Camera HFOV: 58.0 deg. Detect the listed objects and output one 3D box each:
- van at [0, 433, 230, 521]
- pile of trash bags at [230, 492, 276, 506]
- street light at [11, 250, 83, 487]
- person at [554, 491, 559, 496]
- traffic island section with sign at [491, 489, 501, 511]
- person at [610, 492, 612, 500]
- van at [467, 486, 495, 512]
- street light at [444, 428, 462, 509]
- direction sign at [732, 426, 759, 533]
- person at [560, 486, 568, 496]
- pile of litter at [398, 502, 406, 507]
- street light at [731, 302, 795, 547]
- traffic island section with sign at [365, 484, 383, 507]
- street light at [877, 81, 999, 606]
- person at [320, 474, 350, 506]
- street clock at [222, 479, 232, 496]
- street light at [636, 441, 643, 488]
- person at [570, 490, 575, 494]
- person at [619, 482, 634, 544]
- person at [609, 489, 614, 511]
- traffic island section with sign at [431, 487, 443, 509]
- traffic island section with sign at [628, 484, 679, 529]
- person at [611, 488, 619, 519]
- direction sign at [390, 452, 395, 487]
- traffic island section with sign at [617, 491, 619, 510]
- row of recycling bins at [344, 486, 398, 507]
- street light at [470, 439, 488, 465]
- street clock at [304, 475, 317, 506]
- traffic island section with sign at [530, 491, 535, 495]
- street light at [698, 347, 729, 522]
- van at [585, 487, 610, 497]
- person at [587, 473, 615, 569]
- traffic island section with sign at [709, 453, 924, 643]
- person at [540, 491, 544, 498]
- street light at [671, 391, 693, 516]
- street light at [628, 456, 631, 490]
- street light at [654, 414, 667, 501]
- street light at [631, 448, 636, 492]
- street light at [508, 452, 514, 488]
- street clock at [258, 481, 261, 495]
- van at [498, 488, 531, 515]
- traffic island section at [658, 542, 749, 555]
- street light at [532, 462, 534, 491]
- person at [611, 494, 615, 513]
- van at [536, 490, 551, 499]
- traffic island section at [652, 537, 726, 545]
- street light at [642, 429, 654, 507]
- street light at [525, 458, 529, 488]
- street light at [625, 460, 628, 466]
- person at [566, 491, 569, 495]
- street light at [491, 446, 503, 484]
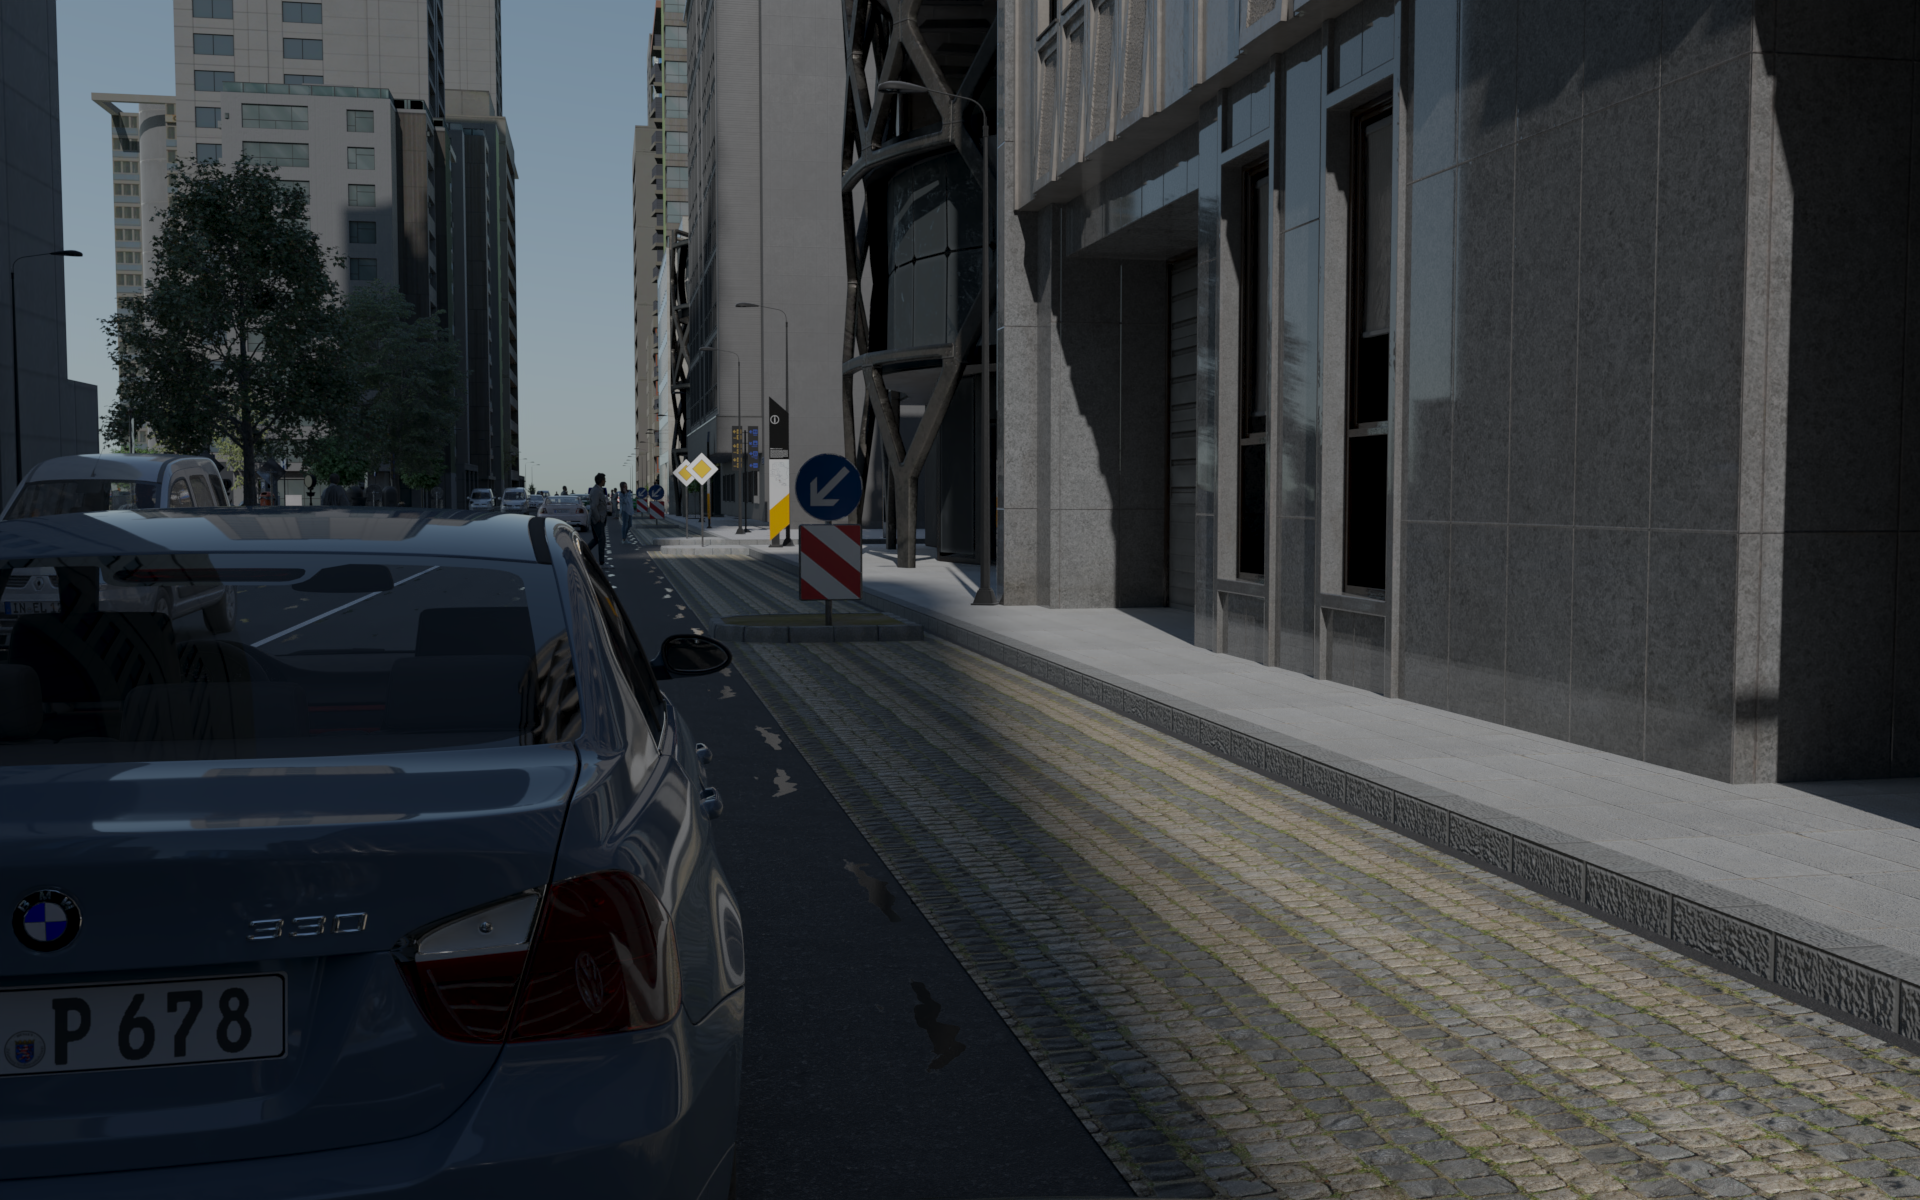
[{"bbox_3d":[-8.190,-0.590,16.654,2.013,2.044,4.112,-1,4,-10],"label":"van"},{"bbox_3d":[-28.934,-3.667,69.710,3.447,1.369,1.912,1,4,23],"label":"pile of trash bags"},{"bbox_3d":[-17.386,-3.698,33.006,1.470,5.913,1.316,-1,4,-12],"label":"street light"},{"bbox_3d":[-48.272,-12.123,207.258,0.990,1.755,0.434,1,4,21],"label":"person"},{"bbox_3d":[-38.784,-8.278,143.981,1.989,1.847,2.006,-1,4,-12],"label":"traffic island section with sign"},{"bbox_3d":[-35.681,-10.303,177.629,0.621,1.740,0.551,1,4,13],"label":"person"},{"bbox_3d":[-34.997,-7.321,126.712,2.013,2.044,4.112,-1,4,-12],"label":"van"},{"bbox_3d":[-35.860,-9.165,122.391,1.470,5.913,1.316,-1,4,-12],"label":"street light"},{"bbox_3d":[-7.132,-4.011,57.572,0.876,3.537,0.379,-1,4,-15],"label":"direction sign"},{"bbox_3d":[-17.643,-4.214,77.505,0.767,1.812,0.694,-2,4,-24],"label":"person"},{"bbox_3d":[-31.559,-5.101,97.364,1.719,0.858,1.176,2,4,30],"label":"pile of litter"},{"bbox_3d":[-4.751,-4.261,42.205,1.470,5.913,1.316,-1,4,-12],"label":"street light"},{"bbox_3d":[-23.339,-3.695,69.046,1.989,1.847,2.006,-1,4,-12],"label":"traffic island section with sign"},{"bbox_3d":[-0.240,-2.888,19.768,1.470,5.913,1.316,-1,4,-12],"label":"street light"},{"bbox_3d":[-12.140,-1.535,33.694,0.679,1.850,0.850,1,4,17],"label":"person"},{"bbox_3d":[-35.066,-4.786,82.821,0.471,2.002,0.358,1,4,16],"label":"street clock"},{"bbox_3d":[-27.534,-11.026,152.810,1.470,5.913,1.316,-1,4,-12],"label":"street light"},{"bbox_3d":[-34.653,-8.959,154.997,1.348,1.821,0.705,0,4,0],"label":"person"},{"bbox_3d":[-9.652,-2.521,49.978,0.793,1.790,0.793,-1,4,-16],"label":"person"},{"bbox_3d":[-28.721,-8.226,142.981,0.705,1.826,1.348,-2,4,-28],"label":"person"},{"bbox_3d":[-28.792,-5.315,95.534,1.989,1.847,2.006,-1,4,-12],"label":"traffic island section with sign"},{"bbox_3d":[-12.779,-3.889,72.215,1.989,1.847,2.006,-1,4,-12],"label":"traffic island section with sign"},{"bbox_3d":[-19.987,-5.598,100.209,0.466,1.800,0.511,-3,5,-40],"label":"person"},{"bbox_3d":[-30.463,-6.180,93.041,0.379,3.537,0.876,0,4,-7],"label":"direction sign"},{"bbox_3d":[-28.344,-8.504,147.666,1.989,1.847,2.006,-1,4,-12],"label":"traffic island section with sign"},{"bbox_3d":[-30.616,-5.007,88.977,3.534,1.692,1.069,0,4,3],"label":"row of recycling bins"},{"bbox_3d":[-40.563,-10.577,145.468,1.470,5.913,1.316,-1,4,-12],"label":"street light"},{"bbox_3d":[-24.437,-3.708,65.203,0.471,2.002,0.358,2,4,32],"label":"street clock"},{"bbox_3d":[-55.606,-13.273,225.640,1.989,1.847,2.006,-1,4,-12],"label":"traffic island section with sign"},{"bbox_3d":[-7.537,-5.040,54.945,1.470,5.913,1.316,-1,4,-12],"label":"street light"},{"bbox_3d":[-33.086,-9.401,158.083,2.240,2.365,5.245,-1,4,-12],"label":"van"},{"bbox_3d":[-7.045,-1.525,33.286,0.795,1.843,0.661,-1,4,-9],"label":"person"},{"bbox_3d":[-1.524,-0.545,17.531,1.989,1.847,2.006,-1,4,-12],"label":"traffic island section with sign"},{"bbox_3d":[-38.244,-9.098,157.971,0.721,1.743,1.217,-3,5,-42],"label":"person"},{"bbox_3d":[-12.299,-6.487,78.608,1.470,5.913,1.316,-1,4,-12],"label":"street light"},{"bbox_3d":[-36.986,-13.828,198.631,1.470,5.913,1.316,-1,4,-12],"label":"street light"},{"bbox_3d":[-16.929,-7.859,101.041,1.470,5.913,1.316,-1,4,-12],"label":"street light"},{"bbox_3d":[-32.251,-12.395,175.205,1.470,5.913,1.316,-1,4,-12],"label":"street light"},{"bbox_3d":[-49.770,-13.330,190.487,1.470,5.913,1.316,-1,4,-12],"label":"street light"},{"bbox_3d":[-37.901,-5.473,94.058,0.358,2.002,0.471,-3,4,-38],"label":"street clock"},{"bbox_3d":[-28.578,-6.374,111.222,2.013,2.044,4.112,-1,4,-12],"label":"van"},{"bbox_3d":[-6.224,-1.208,42.028,2.009,0.180,2.903,-1,4,-12],"label":"traffic island section"},{"bbox_3d":[-61.774,-16.883,248.579,1.470,5.913,1.316,-1,4,-12],"label":"street light"},{"bbox_3d":[-26.360,-7.367,132.166,0.599,1.433,0.991,1,4,14],"label":"person"},{"bbox_3d":[-45.210,-11.055,187.765,2.013,2.044,4.112,-1,4,-11],"label":"van"},{"bbox_3d":[-7.836,-1.686,49.849,2.009,0.180,2.903,-1,4,-12],"label":"traffic island section"},{"bbox_3d":[-22.934,-9.654,130.391,1.470,5.913,1.316,-1,4,-12],"label":"street light"},{"bbox_3d":[-57.128,-15.496,225.897,1.470,5.913,1.316,-1,4,-12],"label":"street light"},{"bbox_3d":[-39.892,-14.627,211.689,1.470,5.913,1.316,-1,4,-12],"label":"street light"},{"bbox_3d":[-36.102,-9.116,158.351,0.742,1.727,0.445,0,4,2],"label":"person"},{"bbox_3d":[-45.192,-11.947,167.881,1.470,5.913,1.316,-1,4,-12],"label":"street light"}]
